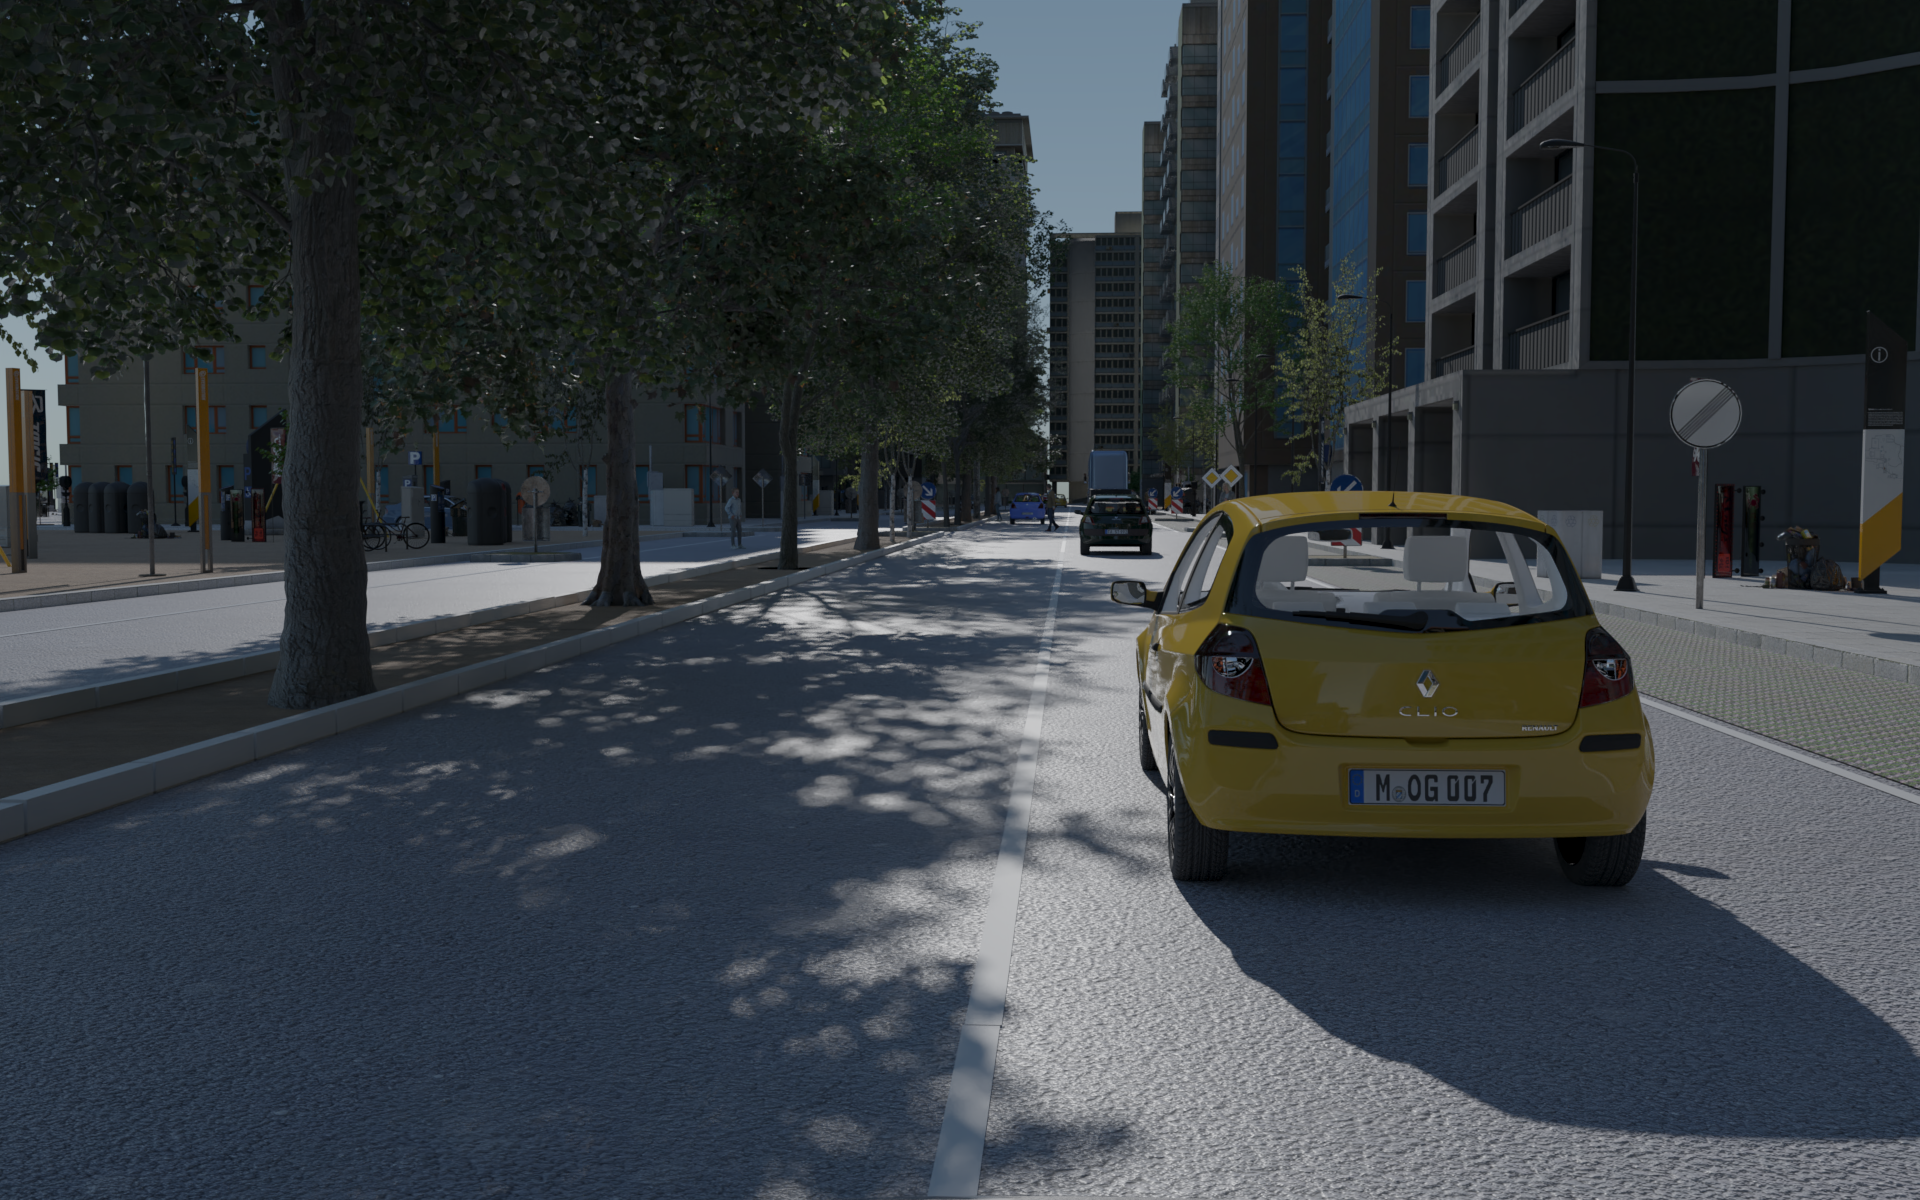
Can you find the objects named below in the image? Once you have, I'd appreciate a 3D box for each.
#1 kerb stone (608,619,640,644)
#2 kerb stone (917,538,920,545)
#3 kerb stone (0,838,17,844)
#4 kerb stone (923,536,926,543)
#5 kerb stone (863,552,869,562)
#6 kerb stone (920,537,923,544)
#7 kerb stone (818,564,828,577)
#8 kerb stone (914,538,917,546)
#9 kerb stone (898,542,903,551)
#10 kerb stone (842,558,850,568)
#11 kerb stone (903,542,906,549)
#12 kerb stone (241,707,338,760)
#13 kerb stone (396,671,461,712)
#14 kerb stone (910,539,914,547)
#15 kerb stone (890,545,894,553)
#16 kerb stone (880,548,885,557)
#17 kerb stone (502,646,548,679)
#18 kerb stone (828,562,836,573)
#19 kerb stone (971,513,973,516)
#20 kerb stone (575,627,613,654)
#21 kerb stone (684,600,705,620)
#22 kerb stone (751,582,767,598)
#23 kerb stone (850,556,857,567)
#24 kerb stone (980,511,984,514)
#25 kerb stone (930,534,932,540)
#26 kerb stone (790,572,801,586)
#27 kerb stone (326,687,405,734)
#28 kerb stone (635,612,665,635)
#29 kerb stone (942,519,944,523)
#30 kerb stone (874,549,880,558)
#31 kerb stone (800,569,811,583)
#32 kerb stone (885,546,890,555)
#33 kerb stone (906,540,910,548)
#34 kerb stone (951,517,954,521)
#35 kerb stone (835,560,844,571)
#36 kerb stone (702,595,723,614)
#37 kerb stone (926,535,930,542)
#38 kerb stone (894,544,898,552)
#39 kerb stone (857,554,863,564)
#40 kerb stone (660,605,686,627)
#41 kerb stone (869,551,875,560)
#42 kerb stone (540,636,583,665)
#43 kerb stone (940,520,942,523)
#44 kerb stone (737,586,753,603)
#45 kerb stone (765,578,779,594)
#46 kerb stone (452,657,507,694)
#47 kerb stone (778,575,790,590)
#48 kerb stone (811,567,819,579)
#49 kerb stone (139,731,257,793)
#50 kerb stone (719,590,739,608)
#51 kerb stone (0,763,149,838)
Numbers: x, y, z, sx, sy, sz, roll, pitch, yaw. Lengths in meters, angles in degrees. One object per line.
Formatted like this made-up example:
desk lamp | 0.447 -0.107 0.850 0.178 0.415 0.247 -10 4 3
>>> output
kerb stone | -3.346 0.322 16.980 0.120 0.150 1.000 0 4 4
kerb stone | -1.293 -1.620 48.690 0.120 0.150 1.000 0 4 4
kerb stone | -4.010 0.954 6.755 0.120 0.150 1.000 0 4 4
kerb stone | -1.161 -1.746 50.745 0.120 0.150 1.000 0 4 4
kerb stone | -2.085 -0.866 36.426 0.120 0.150 1.000 0 4 4
kerb stone | -1.226 -1.681 49.716 0.120 0.150 1.000 0 4 4
kerb stone | -2.489 -0.494 30.280 0.120 0.150 1.000 0 4 4
kerb stone | -1.358 -1.558 47.663 0.120 0.150 1.000 0 4 4
kerb stone | -1.613 -1.308 43.583 0.120 0.150 1.000 0 4 4
kerb stone | -2.288 -0.682 33.349 0.120 0.150 1.000 0 4 4
kerb stone | -1.553 -1.366 44.603 0.120 0.150 1.000 0 4 4
kerb stone | -3.812 0.757 9.821 0.120 0.150 1.000 0 4 4
kerb stone | -3.677 0.632 11.869 0.120 0.150 1.000 0 4 4
kerb stone | -1.424 -1.493 46.643 0.120 0.150 1.000 0 4 4
kerb stone | -1.759 -1.178 41.543 0.120 0.150 1.000 0 4 4
kerb stone | -1.891 -1.055 39.496 0.120 0.150 1.000 0 4 4
kerb stone | -3.541 0.507 13.913 0.120 0.150 1.000 0 4 4
kerb stone | -2.411 -0.557 31.304 0.120 0.150 1.000 0 4 4
kerb stone | 0.971 -5.731 115.927 0.120 0.150 1.000 0 4 4
kerb stone | -3.411 0.382 15.953 0.120 0.150 1.000 0 4 4
kerb stone | -3.151 0.131 20.053 0.120 0.150 1.000 0 4 4
kerb stone | -2.880 -0.120 24.152 0.120 0.150 1.000 0 4 4
kerb stone | -2.218 -0.744 34.375 0.120 0.150 1.000 0 4 4
kerb stone | 1.764 -6.484 128.208 0.120 0.150 1.000 0 4 4
kerb stone | -1.022 -1.871 52.798 0.120 0.150 1.000 0 4 4
kerb stone | -2.674 -0.307 27.220 0.120 0.150 1.000 0 4 4
kerb stone | -3.745 0.694 10.841 0.120 0.150 1.000 0 4 4
kerb stone | -3.277 0.256 18.013 0.120 0.150 1.000 0 4 4
kerb stone | -1.027 -3.854 85.211 0.120 0.150 1.000 0 4 4
kerb stone | -1.954 -0.996 38.474 0.120 0.150 1.000 0 4 4
kerb stone | -2.611 -0.370 28.240 0.120 0.150 1.000 0 4 4
kerb stone | -1.815 -1.121 40.519 0.120 0.150 1.000 0 4 4
kerb stone | -1.496 -1.433 45.624 0.120 0.150 1.000 0 4 4
kerb stone | -0.362 -4.476 95.480 0.120 0.150 1.000 0 4 4
kerb stone | -2.346 -0.620 32.328 0.120 0.150 1.000 0 4 4
kerb stone | -3.079 0.069 21.072 0.120 0.150 1.000 0 4 4
kerb stone | -1.088 -1.809 51.778 0.120 0.150 1.000 0 4 4
kerb stone | -1.684 -1.246 42.563 0.120 0.150 1.000 0 4 4
kerb stone | -2.148 -0.800 35.401 0.120 0.150 1.000 0 4 4
kerb stone | -3.210 0.193 19.033 0.120 0.150 1.000 0 4 4
kerb stone | -2.013 -0.931 37.447 0.120 0.150 1.000 0 4 4
kerb stone | -3.476 0.444 14.933 0.120 0.150 1.000 0 4 4
kerb stone | -1.090 -3.791 84.180 0.120 0.150 1.000 0 4 4
kerb stone | -2.951 -0.057 23.122 0.120 0.150 1.000 0 4 4
kerb stone | -2.811 -0.182 25.175 0.120 0.150 1.000 0 4 4
kerb stone | -3.611 0.569 12.893 0.120 0.150 1.000 0 4 4
kerb stone | -2.752 -0.245 26.195 0.120 0.150 1.000 0 4 4
kerb stone | -2.550 -0.432 29.260 0.120 0.150 1.000 0 4 4
kerb stone | -3.881 0.819 8.798 0.120 0.150 1.000 0 4 4
kerb stone | -3.015 0.006 22.102 0.120 0.150 1.000 0 4 4
kerb stone | -3.944 0.882 7.774 0.120 0.150 1.000 0 4 4
